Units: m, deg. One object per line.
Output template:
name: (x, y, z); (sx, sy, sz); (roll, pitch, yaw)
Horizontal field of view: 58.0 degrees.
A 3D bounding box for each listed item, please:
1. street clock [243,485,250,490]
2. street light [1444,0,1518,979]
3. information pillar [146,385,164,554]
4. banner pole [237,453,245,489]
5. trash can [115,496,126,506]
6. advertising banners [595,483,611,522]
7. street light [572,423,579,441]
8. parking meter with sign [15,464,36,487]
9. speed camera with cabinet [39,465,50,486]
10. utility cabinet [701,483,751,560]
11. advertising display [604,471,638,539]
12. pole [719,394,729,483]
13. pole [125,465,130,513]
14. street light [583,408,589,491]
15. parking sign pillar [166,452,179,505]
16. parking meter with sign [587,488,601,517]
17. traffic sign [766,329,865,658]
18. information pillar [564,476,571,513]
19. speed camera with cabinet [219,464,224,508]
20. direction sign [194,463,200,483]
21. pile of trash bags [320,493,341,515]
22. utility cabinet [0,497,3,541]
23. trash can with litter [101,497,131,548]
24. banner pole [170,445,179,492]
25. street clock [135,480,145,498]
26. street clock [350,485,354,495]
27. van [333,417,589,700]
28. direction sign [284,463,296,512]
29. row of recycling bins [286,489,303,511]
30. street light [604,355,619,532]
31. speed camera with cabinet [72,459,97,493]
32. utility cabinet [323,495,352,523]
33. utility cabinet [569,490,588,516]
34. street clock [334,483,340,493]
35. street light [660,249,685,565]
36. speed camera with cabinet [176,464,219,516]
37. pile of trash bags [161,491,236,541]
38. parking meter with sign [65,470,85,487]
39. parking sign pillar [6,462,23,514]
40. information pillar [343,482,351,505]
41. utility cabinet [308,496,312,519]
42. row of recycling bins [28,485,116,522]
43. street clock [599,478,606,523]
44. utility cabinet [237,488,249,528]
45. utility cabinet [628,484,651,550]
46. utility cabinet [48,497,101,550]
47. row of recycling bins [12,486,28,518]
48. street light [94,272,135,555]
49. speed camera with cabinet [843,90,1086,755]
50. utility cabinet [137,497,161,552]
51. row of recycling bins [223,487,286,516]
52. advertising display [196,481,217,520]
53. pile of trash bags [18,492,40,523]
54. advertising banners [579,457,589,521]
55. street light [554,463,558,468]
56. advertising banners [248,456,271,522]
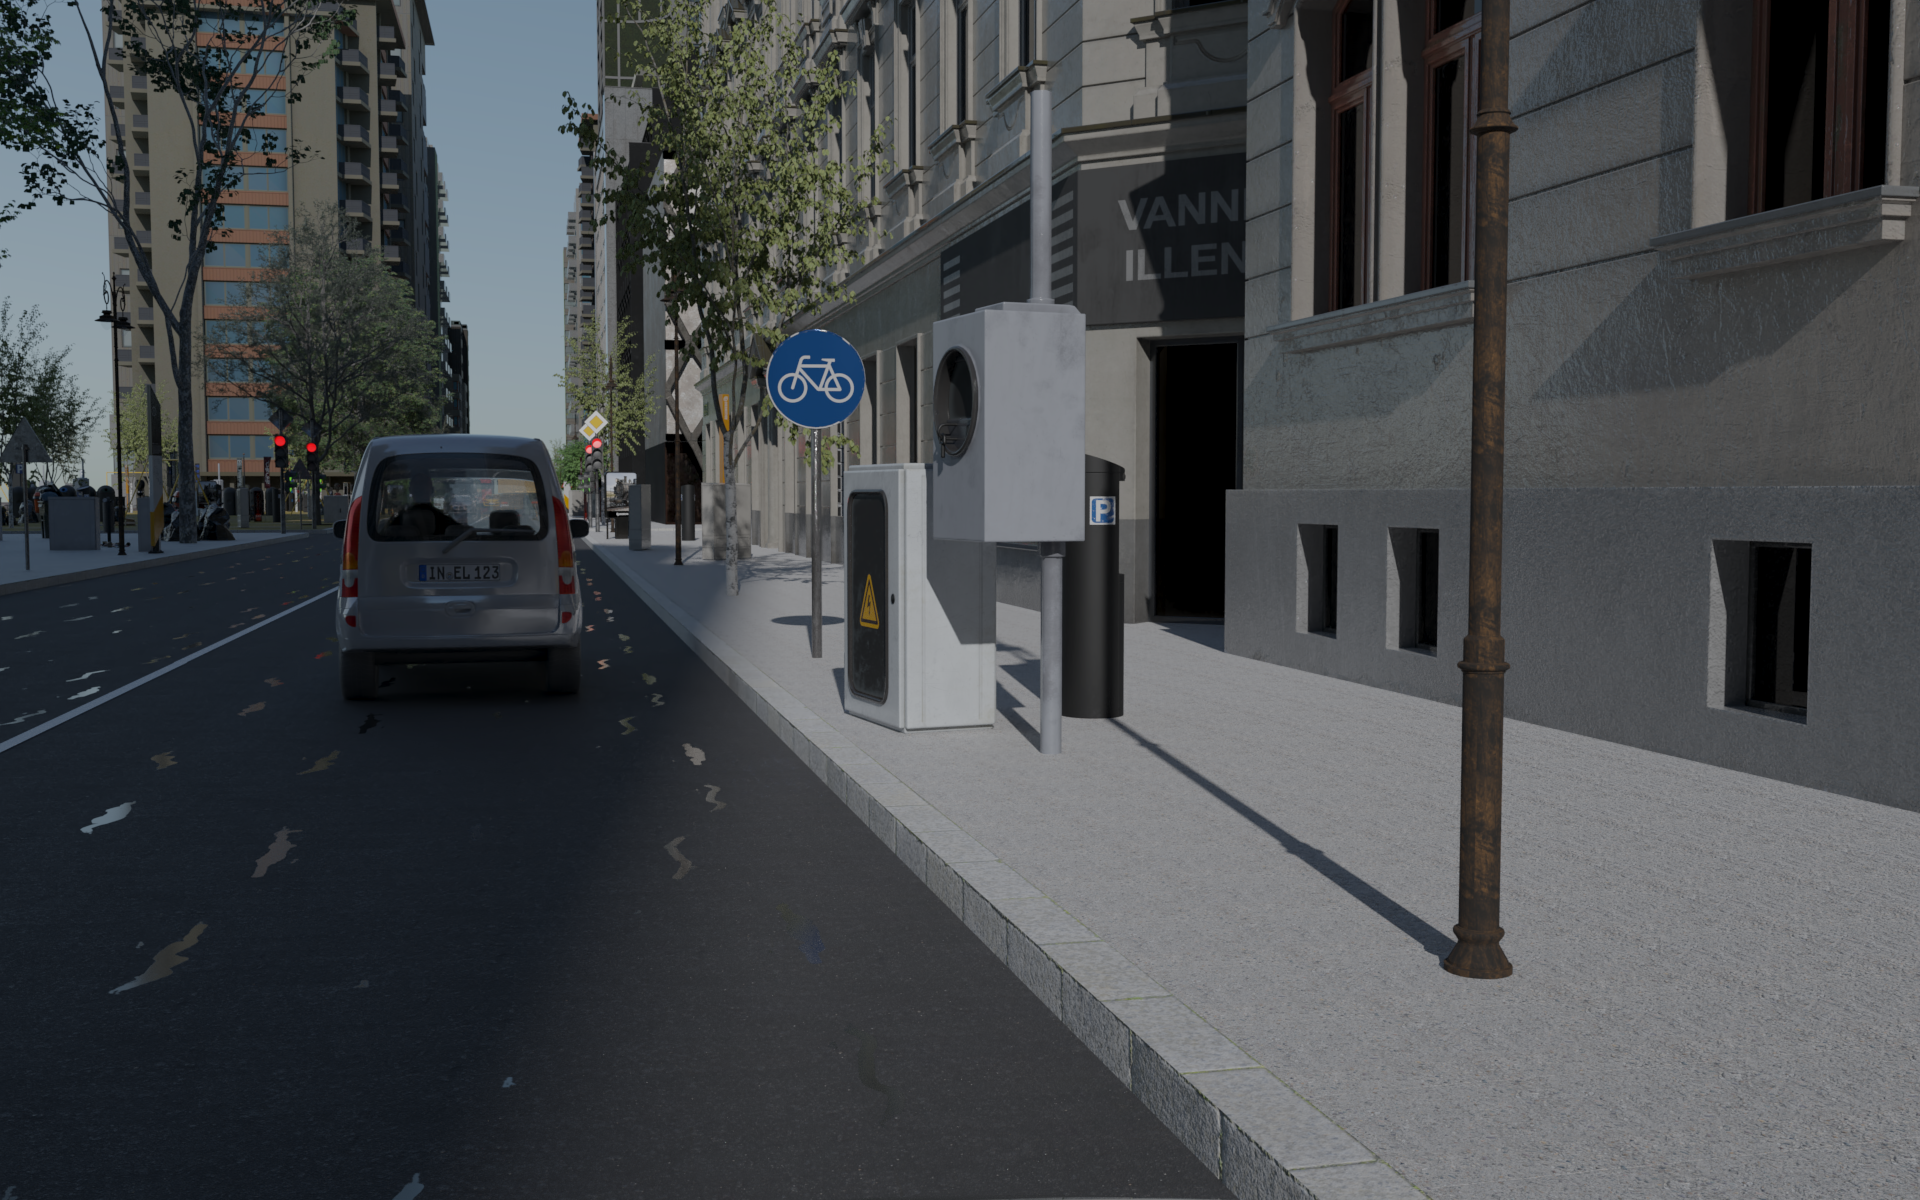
street clock: (-54.683, -7.844, 132.822); (0.471, 2.002, 0.358); (1, 4, 12)
street light: (1.395, -1.939, 4.486); (0.468, 5.910, 1.993); (-1, 4, -14)
information pillar: (-17.366, -2.815, 37.378); (0.183, 3.616, 0.504); (0, 4, -1)
banner pole: (-43.988, -7.099, 106.085); (0.863, 3.779, 0.401); (2, 4, 28)
trash can: (-50.417, -5.643, 103.911); (0.748, 1.137, 0.748); (0, 3, 0)
advertising banners: (-16.297, -5.060, 78.912); (0.090, 3.025, 2.074); (1, 4, 10)
street light: (-24.702, -8.473, 111.317); (0.468, 5.910, 1.993); (-1, 4, -14)
parking meter with sign: (-54.209, -6.399, 100.883); (1.738, 3.016, 0.543); (2, 4, 29)
speed camera with cabinet: (-61.985, -7.601, 118.606); (2.038, 3.252, 0.660); (1, 4, 11)
utility cabinet: (-4.555, -1.542, 33.883); (0.318, 1.500, 1.173); (2, 4, 30)
advertising display: (-9.659, -2.700, 49.362); (0.974, 1.923, 0.123); (-2, 4, -33)
pole: (-4.822, -2.546, 35.466); (0.158, 3.312, 0.155); (0, 3, 0)
pole: (-57.790, -7.731, 120.239); (0.158, 3.312, 0.155); (0, 3, 0)
street light: (-18.217, -6.863, 85.000); (0.468, 5.910, 1.993); (-1, 4, -14)
parking sign pillar: (-50.840, -7.581, 112.420); (1.447, 3.967, 1.447); (1, 4, 17)
parking meter with sign: (-20.475, -6.167, 97.096); (1.738, 3.016, 0.543); (3, 5, 44)
traffic sign: (-1.119, -0.819, 13.496); (0.768, 2.556, 0.104); (0, 4, -5)
information pillar: (-26.197, -7.597, 115.570); (0.504, 3.616, 0.183); (1, 4, 21)
speed camera with cabinet: (-48.012, -7.243, 112.766); (0.660, 3.252, 2.038); (0, 4, 7)
direction sign: (-56.407, -8.295, 127.616); (0.876, 3.537, 0.379); (1, 4, 9)
pile of trash bags: (-38.415, -5.883, 105.937); (1.912, 1.369, 3.447); (-2, 4, -34)
utility cabinet: (-26.665, -2.210, 47.293); (0.306, 1.237, 1.020); (1, 4, 15)
trash can with litter: (-20.766, -1.895, 42.049); (1.678, 1.210, 2.233); (-2, 4, -29)
banner pole: (-41.008, -6.154, 90.642); (0.401, 3.779, 0.863); (1, 4, 22)
street clock: (-41.039, -5.024, 86.713); (0.471, 2.002, 0.358); (2, 4, 24)
street clock: (-46.636, -7.856, 133.018); (0.358, 2.002, 0.471); (1, 4, 19)
van: (-3.897, -0.402, 13.578); (2.013, 2.044, 4.112); (-1, 4, -15)
direction sign: (-48.910, -8.214, 126.299); (0.876, 3.537, 0.379); (-1, 4, -9)
row of recycling bins: (-50.754, -7.605, 131.459); (1.069, 1.692, 3.534); (1, 4, 13)
street light: (-11.624, -5.199, 57.790); (0.468, 5.910, 1.993); (-1, 4, -14)
speed camera with cabinet: (-48.997, -6.319, 97.652); (0.660, 3.252, 2.038); (1, 4, 20)
utility cabinet: (-27.675, -4.017, 76.845); (1.020, 1.237, 0.306); (-1, 4, -11)
utility cabinet: (-21.892, -5.546, 99.359); (0.318, 1.500, 1.173); (2, 4, 34)
street clock: (-42.105, -6.885, 117.140); (0.358, 2.002, 0.471); (0, 4, 5)
street light: (-5.085, -3.567, 31.114); (0.468, 5.910, 1.993); (-1, 4, -14)
speed camera with cabinet: (-43.914, -6.431, 99.488); (2.038, 3.252, 0.660); (0, 4, -3)
pile of trash bags: (-21.586, -2.371, 48.512); (1.912, 1.369, 3.447); (-2, 4, -33)
parking meter with sign: (-63.011, -7.736, 122.745); (0.543, 3.016, 1.738); (3, 5, 39)
parking sign pillar: (-58.711, -7.310, 107.995); (1.447, 3.967, 1.447); (3, 4, 37)
information pillar: (-38.437, -6.370, 108.649); (0.304, 2.012, 0.304); (1, 4, 16)
utility cabinet: (-33.109, -4.730, 88.494); (0.306, 1.237, 1.020); (-1, 4, -15)
row of recycling bins: (-40.884, -4.463, 80.084); (3.534, 1.692, 1.069); (0, 4, -6)
street clock: (-15.682, -4.378, 76.152); (0.471, 2.002, 0.358); (0, 4, 2)
utility cabinet: (-27.160, -3.480, 65.574); (0.318, 1.500, 1.173); (-2, 4, -28)
utility cabinet: (-7.360, -1.901, 39.761); (0.318, 1.500, 1.173); (0, 4, 0)
utility cabinet: (-20.290, -1.745, 39.692); (1.020, 1.237, 0.306); (0, 4, -7)
row of recycling bins: (-50.479, -5.317, 94.046); (1.069, 1.692, 3.534); (0, 4, -7)
street light: (-17.592, -3.877, 36.184); (0.468, 5.910, 1.993); (-1, 4, -14)
speed camera with cabinet: (-0.038, -0.908, 9.175); (0.660, 3.252, 2.038); (-1, 4, -23)
utility cabinet: (-18.295, -1.707, 39.064); (0.306, 1.237, 1.020); (-1, 4, -14)
row of recycling bins: (-42.417, -5.903, 103.622); (3.534, 1.692, 1.069); (1, 4, 9)
advertising display: (-36.255, -4.782, 83.400); (0.123, 1.923, 0.974); (3, 4, 39)
pile of trash bags: (-40.872, -4.111, 76.975); (1.912, 1.369, 3.447); (-2, 4, -27)
advertising banners: (-17.927, -5.301, 82.853); (0.090, 3.025, 2.074); (0, 4, 2)
street light: (-49.545, -14.694, 213.038); (0.468, 5.910, 1.993); (-1, 4, -14)
advertising banners: (-32.496, -5.128, 80.031); (0.090, 3.025, 2.074); (1, 4, 18)
